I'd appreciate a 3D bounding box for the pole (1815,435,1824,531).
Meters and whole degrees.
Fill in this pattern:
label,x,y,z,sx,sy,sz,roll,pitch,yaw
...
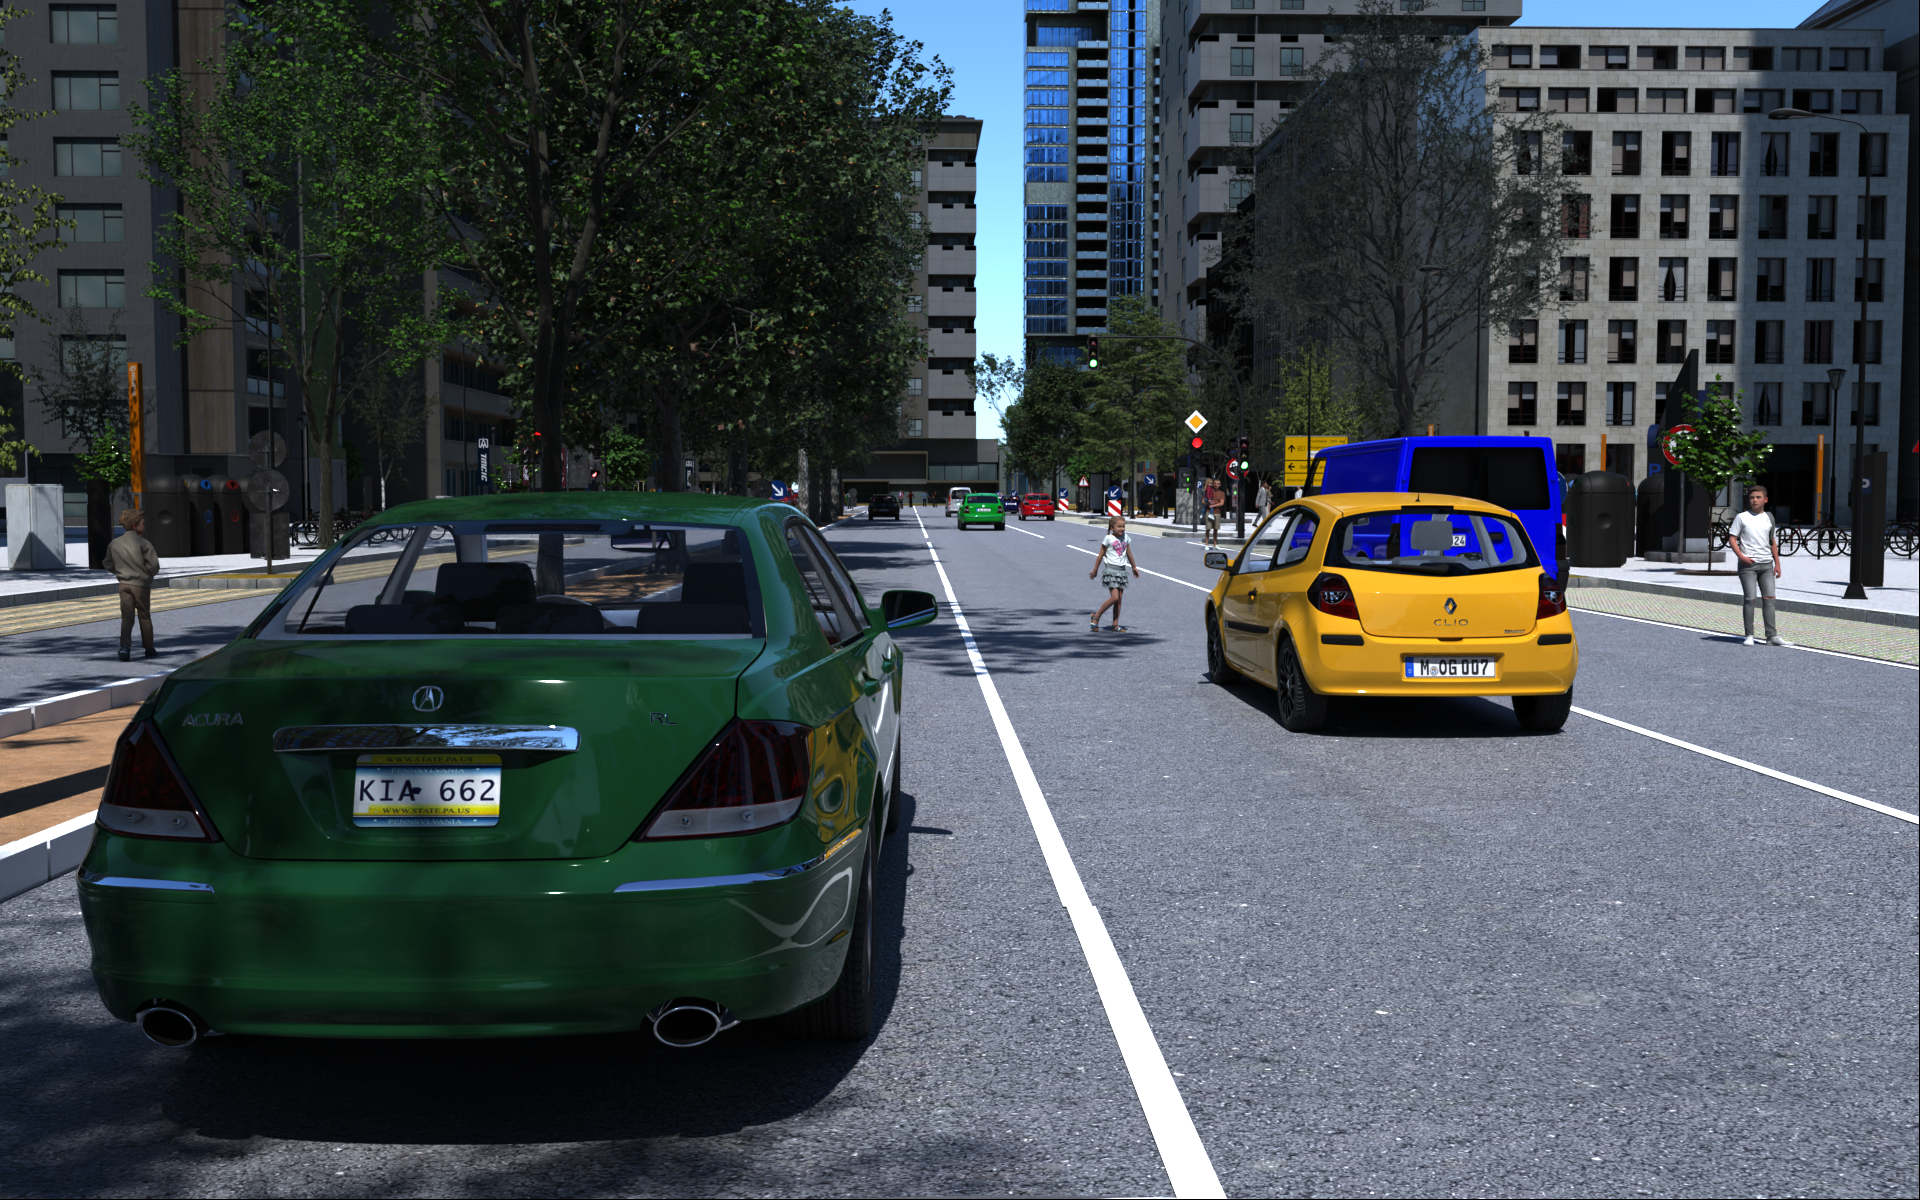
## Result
label,x,y,z,sx,sy,sz,roll,pitch,yaw
pole,29.447,-4.007,59.355,0.158,3.312,0.155,0,3,0

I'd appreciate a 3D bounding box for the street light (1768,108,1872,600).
label,x,y,z,sx,sy,sz,roll,pitch,yaw
street light,10.435,-2.967,21.053,1.470,5.913,1.316,0,4,-2

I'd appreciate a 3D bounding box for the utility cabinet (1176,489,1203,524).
label,x,y,z,sx,sy,sz,roll,pitch,yaw
utility cabinet,9.673,-3.923,72.824,1.173,1.500,0.318,3,5,40

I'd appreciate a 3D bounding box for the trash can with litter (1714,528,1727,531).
label,x,y,z,sx,sy,sz,roll,pitch,yaw
trash can with litter,25.673,-2.972,59.648,2.233,1.210,1.678,-1,4,-19

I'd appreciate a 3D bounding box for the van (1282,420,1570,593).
label,x,y,z,sx,sy,sz,roll,pitch,yaw
van,5.293,-0.988,20.533,2.240,2.365,5.245,0,4,-2

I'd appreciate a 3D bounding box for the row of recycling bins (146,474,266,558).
label,x,y,z,sx,sy,sz,roll,pitch,yaw
row of recycling bins,-15.851,-1.793,36.434,1.069,1.692,3.534,1,4,12

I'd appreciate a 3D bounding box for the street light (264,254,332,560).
label,x,y,z,sx,sy,sz,roll,pitch,yaw
street light,-12.831,-3.736,33.622,1.470,5.913,1.316,0,4,-2

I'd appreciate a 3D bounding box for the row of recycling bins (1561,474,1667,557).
label,x,y,z,sx,sy,sz,roll,pitch,yaw
row of recycling bins,12.816,-1.714,35.134,3.534,1.692,1.069,0,4,-1

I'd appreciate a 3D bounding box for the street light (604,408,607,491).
label,x,y,z,sx,sy,sz,roll,pitch,yaw
street light,-14.113,-6.057,71.578,1.470,5.913,1.316,0,4,-2

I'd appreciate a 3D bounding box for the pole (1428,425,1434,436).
label,x,y,z,sx,sy,sz,roll,pitch,yaw
pole,13.824,-3.491,50.918,0.158,3.312,0.155,0,3,0

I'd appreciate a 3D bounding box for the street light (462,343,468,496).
label,x,y,z,sx,sy,sz,roll,pitch,yaw
street light,-13.322,-4.646,48.500,1.470,5.913,1.316,0,4,-2

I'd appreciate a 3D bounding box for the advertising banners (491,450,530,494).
label,x,y,z,sx,sy,sz,roll,pitch,yaw
advertising banners,-14.836,-3.743,57.393,0.090,3.025,2.074,2,4,23

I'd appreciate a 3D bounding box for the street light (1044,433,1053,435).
label,x,y,z,sx,sy,sz,roll,pitch,yaw
street light,7.081,-9.770,132.279,1.470,5.913,1.316,0,4,-2

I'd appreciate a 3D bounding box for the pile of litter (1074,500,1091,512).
label,x,y,z,sx,sy,sz,roll,pitch,yaw
pile of litter,8.974,-6.972,127.959,1.176,0.858,1.719,-3,4,-36

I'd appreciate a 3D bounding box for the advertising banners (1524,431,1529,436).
label,x,y,z,sx,sy,sz,roll,pitch,yaw
advertising banners,16.060,-3.205,48.586,0.090,3.025,2.074,2,4,33

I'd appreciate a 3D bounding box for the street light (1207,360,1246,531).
label,x,y,z,sx,sy,sz,roll,pitch,yaw
street light,9.266,-5.366,60.275,1.470,5.913,1.316,0,4,-2

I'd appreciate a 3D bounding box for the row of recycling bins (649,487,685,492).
label,x,y,z,sx,sy,sz,roll,pitch,yaw
row of recycling bins,-17.232,-5.800,101.943,1.069,1.692,3.534,-3,4,-37

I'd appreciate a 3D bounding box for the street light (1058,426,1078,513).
label,x,y,z,sx,sy,sz,roll,pitch,yaw
street light,7.564,-8.894,117.958,1.470,5.913,1.316,0,4,-2

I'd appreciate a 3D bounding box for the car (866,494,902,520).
label,x,y,z,sx,sy,sz,roll,pitch,yaw
car,-4.221,-5.282,96.146,2.009,1.686,4.222,0,4,-2

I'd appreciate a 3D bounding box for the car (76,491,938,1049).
label,x,y,z,sx,sy,sz,roll,pitch,yaw
car,-1.142,0.357,5.965,2.131,1.459,4.920,0,4,-1

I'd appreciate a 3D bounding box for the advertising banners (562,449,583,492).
label,x,y,z,sx,sy,sz,roll,pitch,yaw
advertising banners,-14.684,-4.300,66.485,2.074,3.025,0.090,-3,5,-44

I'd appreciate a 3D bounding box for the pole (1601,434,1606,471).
label,x,y,z,sx,sy,sz,roll,pitch,yaw
pole,21.827,-3.974,58.817,0.158,3.312,0.155,0,3,0

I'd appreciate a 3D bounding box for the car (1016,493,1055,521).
label,x,y,z,sx,sy,sz,roll,pitch,yaw
car,4.142,-5.209,94.203,2.155,1.783,4.494,0,4,-1

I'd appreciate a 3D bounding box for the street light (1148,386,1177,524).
label,x,y,z,sx,sy,sz,roll,pitch,yaw
street light,8.800,-6.254,74.790,1.470,5.913,1.316,0,4,-2

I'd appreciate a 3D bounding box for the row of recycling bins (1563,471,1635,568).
label,x,y,z,sx,sy,sz,roll,pitch,yaw
row of recycling bins,11.698,-1.504,31.702,1.069,1.692,3.534,1,4,20

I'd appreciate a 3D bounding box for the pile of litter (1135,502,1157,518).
label,x,y,z,sx,sy,sz,roll,pitch,yaw
pile of litter,10.073,-4.863,93.472,1.176,0.858,1.719,-2,4,-35

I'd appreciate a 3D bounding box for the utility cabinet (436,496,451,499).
label,x,y,z,sx,sy,sz,roll,pitch,yaw
utility cabinet,-17.611,-2.940,59.229,0.306,1.237,1.020,0,4,1

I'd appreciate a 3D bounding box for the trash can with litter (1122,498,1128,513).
label,x,y,z,sx,sy,sz,roll,pitch,yaw
trash can with litter,10.709,-6.598,118.935,2.233,1.210,1.678,0,4,-1

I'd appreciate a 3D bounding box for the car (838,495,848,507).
label,x,y,z,sx,sy,sz,roll,pitch,yaw
car,-13.967,-11.724,200.486,1.959,1.807,4.718,0,4,-2

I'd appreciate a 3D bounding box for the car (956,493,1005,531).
label,x,y,z,sx,sy,sz,roll,pitch,yaw
car,0.827,-3.706,69.385,1.959,1.807,4.718,0,4,-2

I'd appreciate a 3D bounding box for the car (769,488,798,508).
label,x,y,z,sx,sy,sz,roll,pitch,yaw
car,-10.754,-5.778,103.149,2.281,1.827,5.304,0,4,-2

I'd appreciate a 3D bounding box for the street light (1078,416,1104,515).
label,x,y,z,sx,sy,sz,roll,pitch,yaw
street light,8.040,-8.018,103.637,1.470,5.913,1.316,0,4,-2

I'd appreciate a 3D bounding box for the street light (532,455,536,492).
label,x,y,z,sx,sy,sz,roll,pitch,yaw
street light,-13.561,-5.182,57.259,1.470,5.913,1.316,0,4,-2

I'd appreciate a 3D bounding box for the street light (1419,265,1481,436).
label,x,y,z,sx,sy,sz,roll,pitch,yaw
street light,10.026,-3.843,35.376,1.470,5.913,1.316,0,4,-2

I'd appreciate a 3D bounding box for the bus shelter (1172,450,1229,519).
label,x,y,z,sx,sy,sz,roll,pitch,yaw
bus shelter,11.530,-5.430,82.702,2.014,3.302,5.546,0,4,-2

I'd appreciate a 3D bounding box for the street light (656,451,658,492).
label,x,y,z,sx,sy,sz,roll,pitch,yaw
street light,-14.500,-6.933,85.902,1.470,5.913,1.316,0,4,-2

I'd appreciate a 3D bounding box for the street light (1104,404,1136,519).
label,x,y,z,sx,sy,sz,roll,pitch,yaw
street light,8.382,-7.142,89.311,1.470,5.913,1.316,0,4,-2

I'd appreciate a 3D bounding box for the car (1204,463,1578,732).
label,x,y,z,sx,sy,sz,roll,pitch,yaw
car,2.773,-0.102,11.894,2.015,1.641,3.980,0,4,-2

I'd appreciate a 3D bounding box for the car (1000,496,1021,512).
label,x,y,z,sx,sy,sz,roll,pitch,yaw
car,3.421,-6.470,118.365,1.945,1.354,3.894,0,4,0

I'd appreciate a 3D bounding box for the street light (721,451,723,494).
label,x,y,z,sx,sy,sz,roll,pitch,yaw
street light,-15.240,-8.696,114.714,1.470,5.913,1.316,0,4,-2

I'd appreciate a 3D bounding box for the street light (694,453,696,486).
label,x,y,z,sx,sy,sz,roll,pitch,yaw
street light,-14.838,-7.820,100.390,1.470,5.913,1.316,0,4,-2

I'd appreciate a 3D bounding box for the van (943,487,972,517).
label,x,y,z,sx,sy,sz,roll,pitch,yaw
van,-0.040,-6.195,108.302,2.013,2.044,4.112,0,4,-3

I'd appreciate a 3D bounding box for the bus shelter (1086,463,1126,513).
label,x,y,z,sx,sy,sz,roll,pitch,yaw
bus shelter,9.561,-7.351,114.115,2.014,3.302,5.546,0,4,-2

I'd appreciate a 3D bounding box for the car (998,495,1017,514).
label,x,y,z,sx,sy,sz,roll,pitch,yaw
car,3.184,-6.931,125.896,1.945,1.354,3.894,0,4,-2

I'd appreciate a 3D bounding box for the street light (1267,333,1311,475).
label,x,y,z,sx,sy,sz,roll,pitch,yaw
street light,9.536,-4.736,49.967,1.470,5.913,1.316,0,4,-2

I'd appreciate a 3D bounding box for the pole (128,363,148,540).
label,x,y,z,sx,sy,sz,roll,pitch,yaw
pole,-12.812,-2.028,26.999,0.158,3.312,0.155,0,3,0
